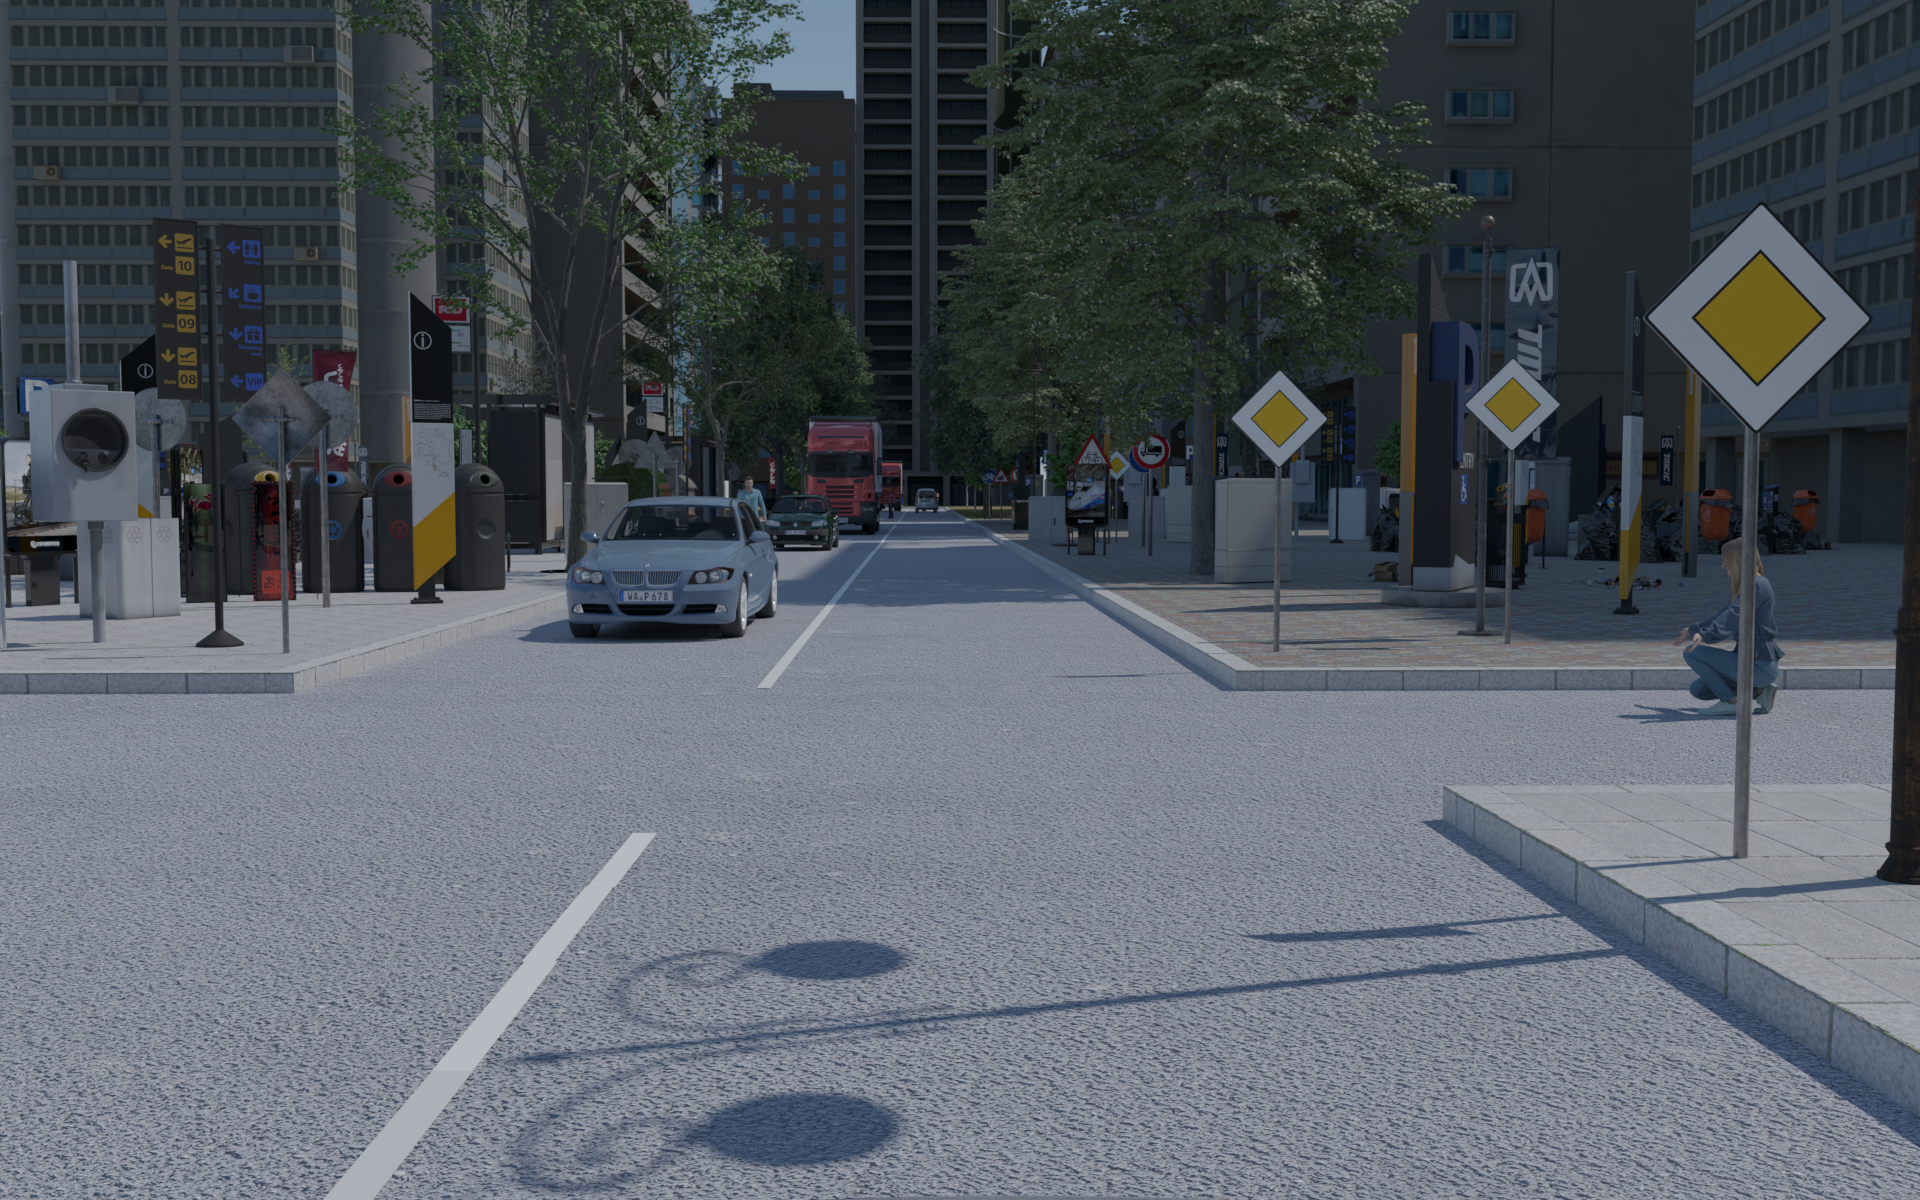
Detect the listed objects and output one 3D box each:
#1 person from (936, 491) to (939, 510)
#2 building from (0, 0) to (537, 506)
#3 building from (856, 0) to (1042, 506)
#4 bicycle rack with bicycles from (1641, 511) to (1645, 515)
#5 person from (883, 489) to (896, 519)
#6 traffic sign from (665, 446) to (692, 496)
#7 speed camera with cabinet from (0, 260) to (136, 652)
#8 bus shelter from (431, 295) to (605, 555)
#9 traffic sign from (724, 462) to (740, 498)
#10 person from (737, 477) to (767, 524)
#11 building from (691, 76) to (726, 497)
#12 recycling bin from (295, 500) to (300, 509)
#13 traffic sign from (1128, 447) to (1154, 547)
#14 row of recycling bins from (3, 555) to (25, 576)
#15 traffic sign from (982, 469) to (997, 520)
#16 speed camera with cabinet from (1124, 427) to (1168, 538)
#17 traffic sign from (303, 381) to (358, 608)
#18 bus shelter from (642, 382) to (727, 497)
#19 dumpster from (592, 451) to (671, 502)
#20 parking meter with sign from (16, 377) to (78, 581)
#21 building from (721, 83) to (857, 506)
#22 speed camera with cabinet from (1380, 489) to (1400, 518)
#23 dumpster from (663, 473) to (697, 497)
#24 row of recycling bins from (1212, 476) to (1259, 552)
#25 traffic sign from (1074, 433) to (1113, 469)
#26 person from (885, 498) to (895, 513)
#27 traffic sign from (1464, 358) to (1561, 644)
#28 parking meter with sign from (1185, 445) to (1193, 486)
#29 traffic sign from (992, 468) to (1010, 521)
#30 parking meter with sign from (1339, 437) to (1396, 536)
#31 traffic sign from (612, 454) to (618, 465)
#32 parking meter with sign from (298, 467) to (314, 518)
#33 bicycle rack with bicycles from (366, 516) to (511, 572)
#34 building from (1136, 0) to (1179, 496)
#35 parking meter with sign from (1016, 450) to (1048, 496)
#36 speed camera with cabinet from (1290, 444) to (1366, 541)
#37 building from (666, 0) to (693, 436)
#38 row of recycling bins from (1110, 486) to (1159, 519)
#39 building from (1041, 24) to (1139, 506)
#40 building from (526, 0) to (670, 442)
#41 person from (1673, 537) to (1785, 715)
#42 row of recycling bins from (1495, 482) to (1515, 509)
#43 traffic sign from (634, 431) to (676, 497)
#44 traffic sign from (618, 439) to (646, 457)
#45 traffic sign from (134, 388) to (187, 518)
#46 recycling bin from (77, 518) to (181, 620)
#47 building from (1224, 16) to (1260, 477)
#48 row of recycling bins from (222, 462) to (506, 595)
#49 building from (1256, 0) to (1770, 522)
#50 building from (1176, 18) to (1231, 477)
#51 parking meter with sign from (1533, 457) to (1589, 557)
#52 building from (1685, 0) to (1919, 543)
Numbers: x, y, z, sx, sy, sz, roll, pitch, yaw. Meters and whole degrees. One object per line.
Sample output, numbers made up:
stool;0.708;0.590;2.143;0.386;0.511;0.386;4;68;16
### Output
person;-2.051;-8.624;150.203;0.721;1.736;1.217;0;4;-6
building;-38.468;-24.950;99.813;32.217;40.220;23.993;0;4;-1
building;-1.131;-46.344;195.980;20.611;71.187;20.563;0;4;-1
bicycle rack with bicycles;20.118;-2.454;53.497;2.925;0.926;2.852;2;4;28
person;-4.125;-5.648;101.566;0.721;1.743;1.217;-3;4;-38
traffic sign;-7.547;-2.823;46.254;0.768;2.556;0.104;0;4;1
speed camera with cabinet;-7.892;-1.213;14.165;0.660;3.252;2.038;3;5;44
bus shelter;-9.629;-3.678;37.764;2.179;5.291;8.768;0;4;-1
traffic sign;-9.179;-4.233;69.312;0.768;2.556;0.104;0;4;1
person;-4.684;-1.852;38.798;0.660;1.820;0.620;-1;4;-19
building;-41.095;-35.354;197.640;30.456;49.044;23.786;0;4;-1
recycling bin;-27.315;-3.662;72.424;0.722;1.027;0.722;0;4;2
traffic sign;4.478;-2.574;42.189;0.768;2.556;0.104;0;4;2
row of recycling bins;-15.264;-1.166;26.180;1.069;1.692;3.534;0;4;0
traffic sign;1.484;-5.315;87.008;0.768;2.556;0.104;0;4;2
speed camera with cabinet;5.859;-3.465;50.995;2.038;3.252;0.660;1;4;9
traffic sign;-7.163;-1.186;19.505;0.768;2.556;0.104;0;4;1
bus shelter;-10.136;-5.259;63.614;2.179;5.291;8.768;0;4;-1
dumpster;-7.312;-2.207;38.571;1.502;2.255;1.985;0;4;-1
parking meter with sign;-13.144;-1.795;25.614;1.738;3.016;0.543;2;4;31
building;-18.439;-33.161;192.292;14.200;45.320;14.600;0;4;-1
speed camera with cabinet;14.203;-3.733;55.365;2.038;3.252;0.660;-2;4;-28
dumpster;-7.932;-2.549;47.431;1.264;1.857;1.865;0;4;-1
row of recycling bins;6.382;-2.004;39.882;1.069;1.692;3.534;2;4;24
traffic sign;2.823;-2.264;37.026;0.884;2.594;0.081;0;4;4
person;-5.303;-7.339;131.721;0.991;1.433;0.599;0;4;5
traffic sign;4.686;-0.830;14.759;0.795;2.450;0.064;0;4;8
parking meter with sign;8.541;-3.923;60.406;0.543;3.016;1.738;-2;4;-33
traffic sign;1.973;-5.076;83.001;0.884;2.594;0.081;0;4;7
parking meter with sign;12.547;-3.484;53.219;1.738;3.016;0.543;-1;4;-19
traffic sign;-9.412;-2.948;48.205;0.884;2.594;0.081;0;4;8
parking meter with sign;-18.312;-3.238;49.196;1.738;3.016;0.543;0;4;5
bicycle rack with bicycles;-8.589;-0.950;28.921;2.852;0.926;2.925;-1;4;-13
building;24.633;-36.380;136.819;21.231;58.520;28.212;0;4;-1
parking meter with sign;2.854;-4.342;67.260;1.738;3.016;0.543;-3;5;-44
speed camera with cabinet;10.093;-3.253;47.523;2.038;3.252;0.660;1;4;10
building;-30.163;-30.145;142.988;14.200;45.320;14.600;0;4;-1
row of recycling bins;8.572;-4.974;88.438;3.534;1.692;1.069;2;4;35
building;23.040;-37.376;200.343;27.495;52.752;28.713;0;4;-1
building;-32.900;-30.513;122.588;21.300;48.544;21.600;0;4;-1
person;4.942;0.168;11.254;0.738;1.151;1.012;2;4;32
row of recycling bins;19.379;-3.233;59.964;1.069;1.692;3.534;0;4;3
traffic sign;-6.301;-2.189;35.786;0.884;2.594;0.081;0;3;0
traffic sign;-7.525;-2.444;40.069;0.768;2.556;0.104;0;4;2
traffic sign;-9.642;-1.264;20.770;0.768;2.556;0.104;0;4;5
recycling bin;-8.678;-0.339;18.091;0.722;1.027;0.722;2;4;29
building;22.528;-20.196;101.899;14.160;30.474;14.107;0;4;-1
row of recycling bins;-7.828;-0.960;22.809;3.534;1.692;1.069;-1;4;-19
building;26.236;-27.802;78.261;21.300;48.544;21.600;0;4;-1
building;22.495;-28.469;115.576;14.600;45.320;14.200;0;4;-1
parking meter with sign;12.168;-2.403;35.546;1.738;3.016;0.543;1;4;22
building;34.119;-21.452;42.627;23.993;40.220;32.217;0;4;-1
